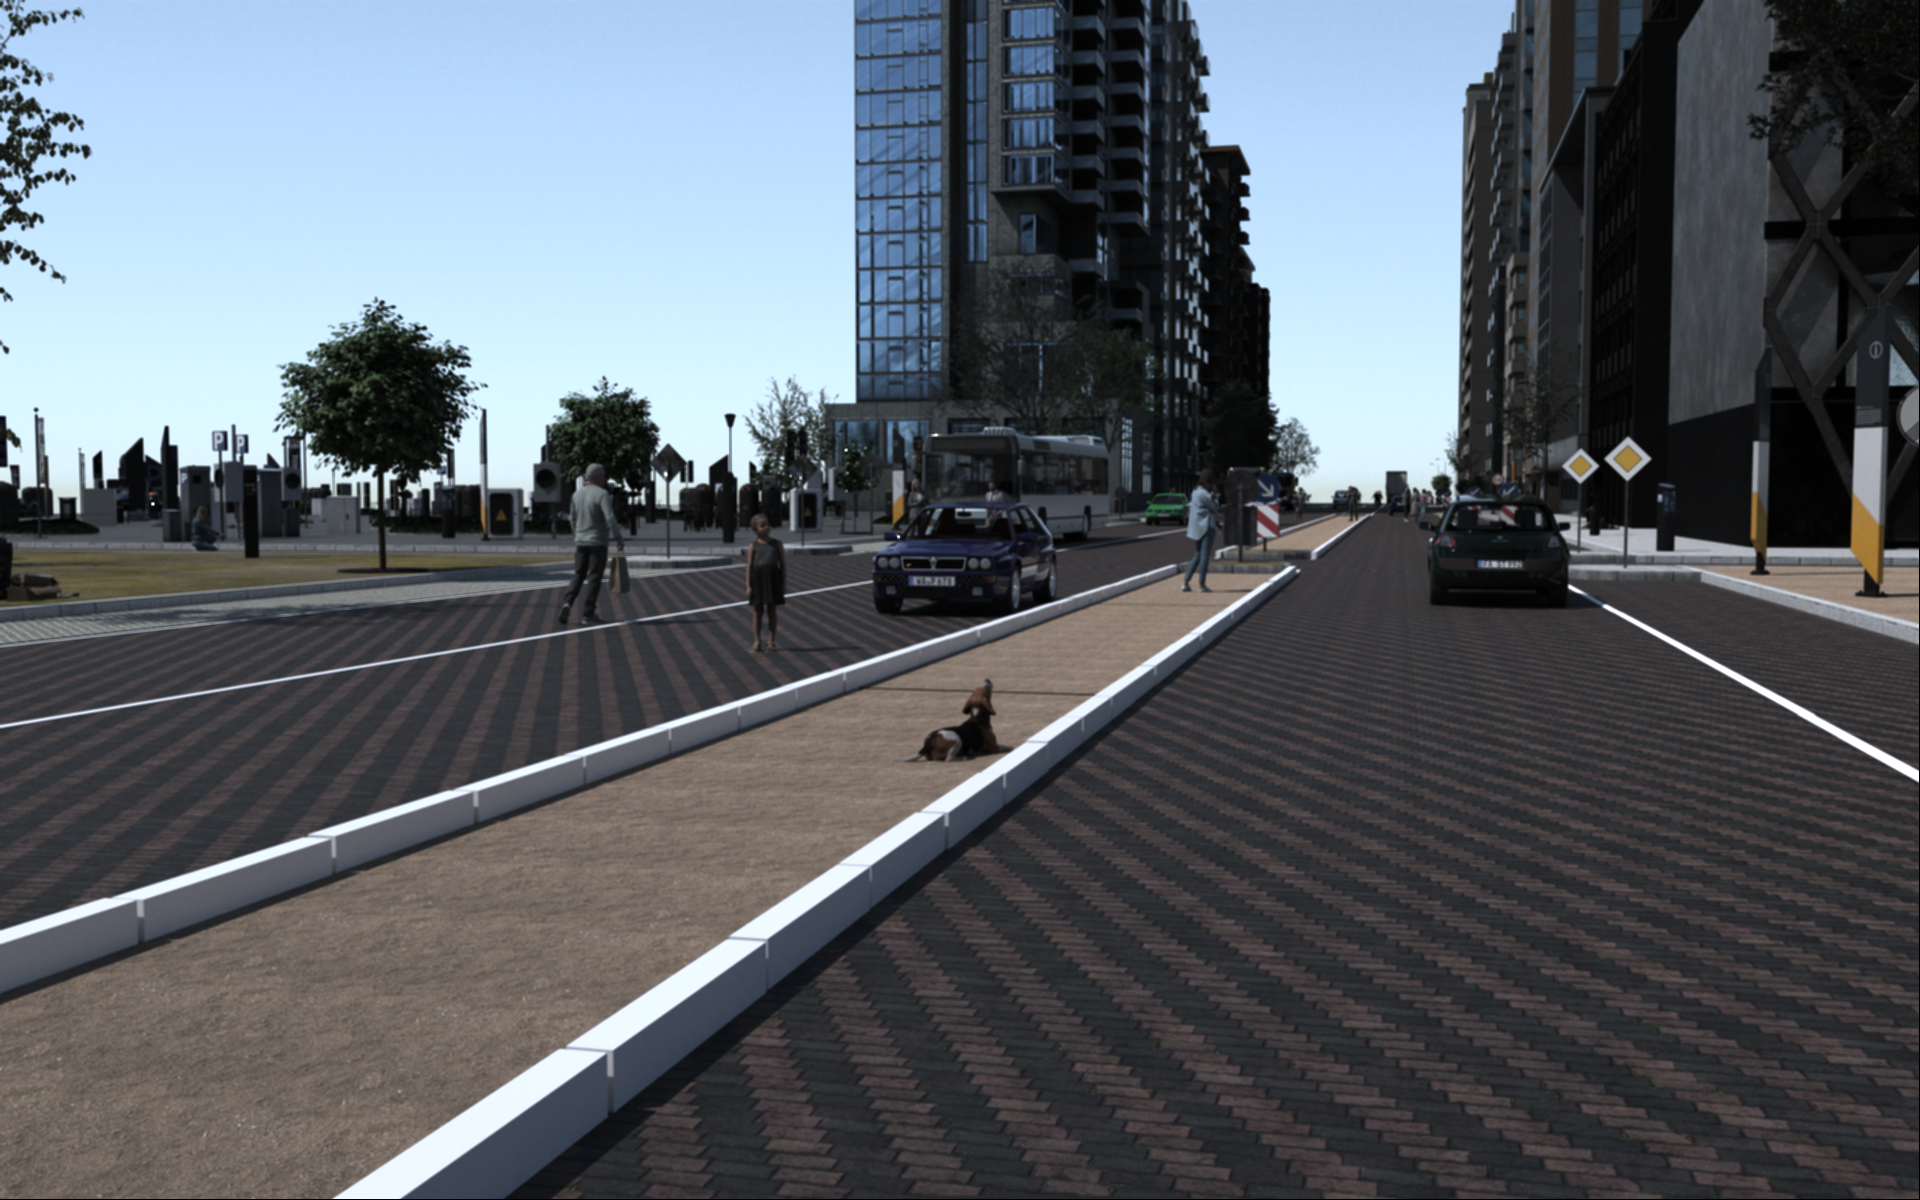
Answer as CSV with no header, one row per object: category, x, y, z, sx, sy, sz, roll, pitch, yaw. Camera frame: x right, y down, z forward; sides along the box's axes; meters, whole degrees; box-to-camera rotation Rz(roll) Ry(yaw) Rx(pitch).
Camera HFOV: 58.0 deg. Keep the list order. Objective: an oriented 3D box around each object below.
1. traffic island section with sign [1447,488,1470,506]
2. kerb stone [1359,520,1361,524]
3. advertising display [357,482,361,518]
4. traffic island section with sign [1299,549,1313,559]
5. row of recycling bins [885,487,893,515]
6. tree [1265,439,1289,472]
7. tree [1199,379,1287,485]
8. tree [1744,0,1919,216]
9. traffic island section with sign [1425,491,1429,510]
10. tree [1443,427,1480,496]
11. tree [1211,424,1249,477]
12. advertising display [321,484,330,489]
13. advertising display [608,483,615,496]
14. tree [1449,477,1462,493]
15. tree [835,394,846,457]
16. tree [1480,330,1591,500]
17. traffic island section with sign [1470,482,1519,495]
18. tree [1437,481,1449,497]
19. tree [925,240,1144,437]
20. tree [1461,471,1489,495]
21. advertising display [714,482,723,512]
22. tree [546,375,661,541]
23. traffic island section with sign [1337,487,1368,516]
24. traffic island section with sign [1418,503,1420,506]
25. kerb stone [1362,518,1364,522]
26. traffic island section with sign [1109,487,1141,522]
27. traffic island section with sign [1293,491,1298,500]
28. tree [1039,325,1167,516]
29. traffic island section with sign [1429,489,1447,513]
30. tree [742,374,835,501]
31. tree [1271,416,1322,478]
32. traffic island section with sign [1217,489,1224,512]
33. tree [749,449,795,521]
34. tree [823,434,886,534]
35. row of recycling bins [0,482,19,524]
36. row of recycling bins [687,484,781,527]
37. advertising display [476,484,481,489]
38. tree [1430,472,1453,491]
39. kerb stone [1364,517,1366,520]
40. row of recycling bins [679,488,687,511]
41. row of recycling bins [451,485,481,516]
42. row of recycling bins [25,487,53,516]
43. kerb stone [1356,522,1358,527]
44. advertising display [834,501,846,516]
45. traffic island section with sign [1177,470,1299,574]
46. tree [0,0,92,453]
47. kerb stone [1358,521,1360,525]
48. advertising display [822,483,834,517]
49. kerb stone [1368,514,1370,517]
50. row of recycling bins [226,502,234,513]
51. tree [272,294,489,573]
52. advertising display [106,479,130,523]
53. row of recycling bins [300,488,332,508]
traffic island section with sign,25.441,-4.741,86.147,1.989,1.847,2.006,1,4,14
kerb stone,17.778,-3.387,77.576,0.120,0.150,1.000,1,4,14
advertising display,-32.617,-5.433,94.037,0.123,1.923,0.974,-1,4,-14
traffic island section with sign,6.934,-1.890,39.044,2.006,1.907,1.989,1,4,14
row of recycling bins,-3.495,-6.099,106.826,1.069,1.692,3.534,-2,4,-31
tree,40.215,-16.715,223.653,4.737,8.622,4.395,0,3,0
tree,30.622,-17.231,188.384,9.857,13.997,8.962,0,3,0
tree,10.439,-4.882,14.235,7.601,10.594,8.767,-3,5,-43
traffic island section with sign,44.390,-9.316,160.949,1.989,1.847,2.006,1,4,14
tree,55.143,-14.684,190.438,4.360,8.622,3.978,0,3,0
tree,28.208,-14.042,179.941,4.360,8.622,3.978,0,3,0
advertising display,-41.475,-6.606,113.228,0.123,1.923,0.974,0,4,7
advertising display,-20.198,-5.776,99.658,0.123,1.923,0.974,2,4,27
tree,51.845,-11.248,178.503,1.663,3.219,1.824,0,3,0
tree,-9.851,-10.259,118.098,4.737,8.622,4.395,0,3,0
tree,25.805,-7.765,77.326,4.360,8.622,3.978,0,3,0
traffic island section with sign,18.683,-3.110,59.473,1.989,1.847,2.006,1,4,14
tree,68.205,-15.329,245.230,1.663,3.219,1.824,0,3,0
tree,3.584,-10.588,83.485,12.009,13.543,11.850,0,3,0
tree,40.467,-8.591,135.066,1.663,3.219,1.824,0,3,0
advertising display,-13.150,-5.554,96.025,0.974,1.923,0.123,1,4,20
tree,-9.809,-3.935,48.052,4.285,4.588,4.351,0,3,0
traffic island section with sign,25.378,-6.346,111.892,2.006,1.907,1.989,1,4,14
traffic island section with sign,57.733,-12.540,213.660,1.989,1.847,2.006,1,4,14
kerb stone,19.282,-3.753,83.553,0.120,0.150,1.000,1,4,14
traffic island section with sign,8.381,-5.001,90.387,1.989,1.847,2.006,1,4,14
traffic island section with sign,47.508,-14.446,244.817,1.989,1.847,2.006,1,4,14
tree,8.578,-10.866,103.419,9.928,11.665,9.643,0,3,0
traffic island section with sign,37.564,-7.669,134.018,1.989,1.847,2.006,1,4,14
tree,-10.846,-9.489,105.514,4.737,8.622,4.395,0,3,0
tree,51.327,-21.986,269.834,12.009,13.543,11.850,0,3,0
traffic island section with sign,20.619,-7.953,138.660,1.989,1.847,2.006,1,4,14
tree,-8.315,-4.890,74.548,1.663,3.219,1.824,0,3,0
tree,-3.456,-3.726,55.525,1.663,3.219,1.824,0,3,0
row of recycling bins,-34.185,-3.323,61.440,1.069,1.692,3.534,-3,4,-37
row of recycling bins,-8.749,-3.723,67.980,3.534,1.692,1.069,0,4,6
advertising display,-32.291,-6.824,116.790,0.123,1.923,0.974,2,4,24
tree,71.149,-16.634,255.677,4.285,4.588,4.351,0,3,0
kerb stone,20.540,-4.056,88.514,0.120,0.150,1.000,1,4,14
row of recycling bins,-17.613,-6.524,113.785,1.069,1.692,3.534,-1,4,-23
row of recycling bins,-22.703,-4.394,78.955,1.069,1.692,3.534,-2,4,-34
row of recycling bins,-54.275,-5.804,102.000,1.069,1.692,3.534,-1,4,-11
kerb stone,16.514,-3.083,72.606,0.120,0.150,1.000,1,4,14
advertising display,-6.984,-5.763,99.446,0.974,1.923,0.123,-3,4,-38
traffic island section with sign,5.106,-1.451,31.865,2.006,1.907,1.989,1,4,14
tree,-11.642,-4.211,19.207,4.737,8.622,4.395,0,3,0
kerb stone,17.265,-3.260,75.590,0.120,0.150,1.000,1,4,14
advertising display,-7.781,-5.699,98.386,0.974,1.923,0.123,-2,4,-32
kerb stone,23.306,-4.724,99.438,0.120,0.150,1.000,1,4,14
row of recycling bins,-50.087,-6.816,118.553,1.069,1.692,3.534,2,4,34
tree,-9.499,-2.748,28.642,4.285,4.588,4.351,0,3,0
advertising display,-36.780,-4.311,75.701,0.123,1.923,0.974,2,4,34
row of recycling bins,-41.303,-6.353,110.989,3.534,1.692,1.069,3,5,45
